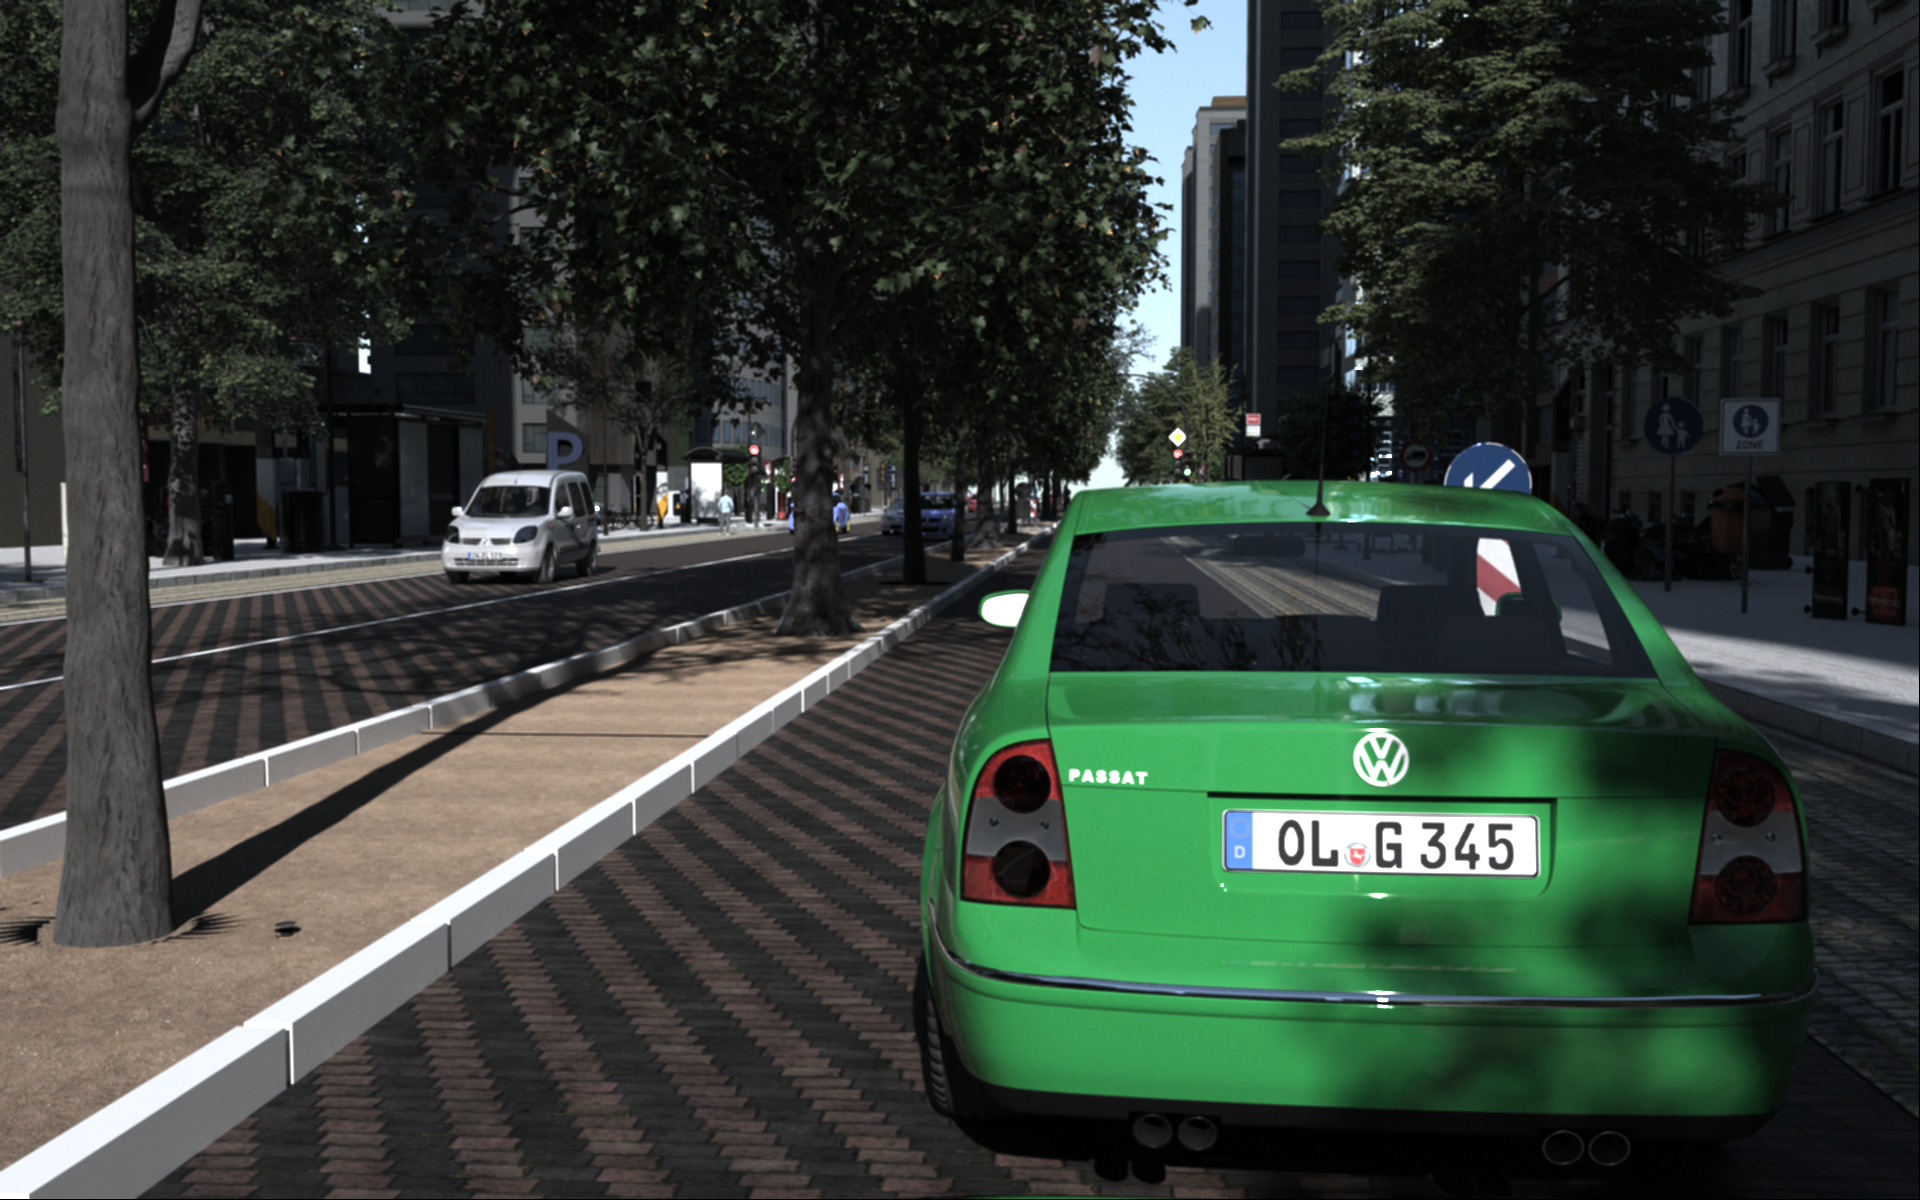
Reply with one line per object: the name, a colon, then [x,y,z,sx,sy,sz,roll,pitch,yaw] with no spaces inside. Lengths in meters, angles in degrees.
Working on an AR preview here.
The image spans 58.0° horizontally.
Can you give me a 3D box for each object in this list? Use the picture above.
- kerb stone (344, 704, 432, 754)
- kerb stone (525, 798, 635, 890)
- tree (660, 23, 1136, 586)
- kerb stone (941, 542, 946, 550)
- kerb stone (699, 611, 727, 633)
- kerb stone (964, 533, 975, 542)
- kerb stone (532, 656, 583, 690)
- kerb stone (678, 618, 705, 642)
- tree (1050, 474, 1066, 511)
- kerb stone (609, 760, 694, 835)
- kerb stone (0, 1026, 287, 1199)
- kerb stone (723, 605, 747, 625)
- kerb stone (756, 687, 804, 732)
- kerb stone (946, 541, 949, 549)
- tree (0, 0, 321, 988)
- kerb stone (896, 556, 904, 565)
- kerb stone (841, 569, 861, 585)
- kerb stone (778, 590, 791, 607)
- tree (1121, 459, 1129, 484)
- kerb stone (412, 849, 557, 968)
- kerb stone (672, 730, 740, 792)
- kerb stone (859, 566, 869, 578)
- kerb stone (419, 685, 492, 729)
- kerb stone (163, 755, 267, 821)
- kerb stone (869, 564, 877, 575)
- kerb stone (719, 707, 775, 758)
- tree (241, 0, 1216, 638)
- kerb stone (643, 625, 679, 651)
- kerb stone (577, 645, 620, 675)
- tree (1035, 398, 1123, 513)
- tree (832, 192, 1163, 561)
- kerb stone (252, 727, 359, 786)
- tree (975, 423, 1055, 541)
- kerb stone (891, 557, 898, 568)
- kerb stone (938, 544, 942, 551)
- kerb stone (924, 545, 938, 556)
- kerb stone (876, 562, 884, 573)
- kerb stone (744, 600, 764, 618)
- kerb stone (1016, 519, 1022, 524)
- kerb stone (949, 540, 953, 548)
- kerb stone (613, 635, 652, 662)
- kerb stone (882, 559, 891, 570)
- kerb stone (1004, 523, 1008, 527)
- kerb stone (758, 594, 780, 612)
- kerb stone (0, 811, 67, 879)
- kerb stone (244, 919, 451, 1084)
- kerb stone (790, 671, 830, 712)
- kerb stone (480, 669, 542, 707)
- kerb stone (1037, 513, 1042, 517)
kerb stone: [-3.308,0.748,9.967,0.120,0.150,1.000,0,4,5]
kerb stone: [-1.472,0.944,6.757,0.120,0.150,1.000,0,4,5]
tree: [-0.813,-6.047,27.079,9.928,11.665,9.643,0,3,0]
kerb stone: [-0.532,-1.312,43.717,0.120,0.150,1.000,0,4,5]
kerb stone: [-2.637,0.248,18.139,0.120,0.150,1.000,0,4,5]
kerb stone: [0.303,-1.937,53.929,0.120,0.150,1.000,0,4,5]
kerb stone: [-3.063,0.560,13.037,0.120,0.150,1.000,0,4,5]
kerb stone: [-2.720,0.316,17.114,0.120,0.150,1.000,0,4,5]
tree: [8.755,-11.811,145.932,4.737,8.622,4.395,0,3,0]
kerb stone: [-1.384,0.882,7.776,0.120,0.150,1.000,0,4,5]
kerb stone: [-1.724,1.133,3.677,0.120,0.150,1.000,0,4,5]
kerb stone: [-2.548,0.185,19.169,0.120,0.150,1.000,0,4,5]
kerb stone: [-1.136,0.694,10.853,0.120,0.150,1.000,0,4,5]
kerb stone: [-0.450,-1.379,44.739,0.120,0.150,1.000,0,4,5]
tree: [-2.756,-5.659,5.357,12.009,13.543,11.850,0,3,0]
kerb stone: [-1.288,-0.754,34.520,0.120,0.150,1.000,0,4,5]
kerb stone: [-1.795,-0.379,28.386,0.120,0.150,1.000,0,4,5]
kerb stone: [-2.296,-0.001,22.226,0.120,0.150,1.000,0,4,5]
tree: [27.884,-21.055,262.378,7.486,12.596,7.792,0,3,0]
kerb stone: [-1.558,1.010,5.730,0.120,0.150,1.000,0,4,5]
kerb stone: [-1.297,0.819,8.804,0.120,0.150,1.000,0,4,5]
kerb stone: [-1.714,-0.441,29.408,0.120,0.150,1.000,0,4,5]
kerb stone: [-3.221,0.685,10.996,0.120,0.150,1.000,0,4,5]
kerb stone: [-3.481,0.873,7.921,0.120,0.150,1.000,0,4,5]
kerb stone: [-1.633,-0.503,30.432,0.120,0.150,1.000,0,4,5]
kerb stone: [-1.219,0.757,9.823,0.120,0.150,1.000,0,4,5]
tree: [-1.475,-5.979,17.216,9.611,12.733,9.660,0,3,0]
kerb stone: [-2.812,0.373,16.095,0.120,0.150,1.000,0,4,5]
kerb stone: [-2.975,0.504,14.056,0.120,0.150,1.000,0,4,5]
tree: [7.424,-13.485,129.593,9.857,13.997,8.962,0,3,0]
tree: [-0.104,-6.067,36.066,8.767,10.594,7.601,0,4,5]
kerb stone: [-3.392,0.811,8.941,0.120,0.150,1.000,0,4,5]
tree: [1.272,-6.065,51.975,4.360,8.622,3.978,0,3,0]
kerb stone: [-1.371,-0.687,33.495,0.120,0.150,1.000,0,4,5]
kerb stone: [-0.617,-1.245,42.695,0.120,0.150,1.000,0,4,5]
kerb stone: [-0.704,-1.191,41.676,0.120,0.150,1.000,0,4,5]
kerb stone: [-1.552,-0.566,31.451,0.120,0.150,1.000,0,4,5]
kerb stone: [-2.471,0.130,20.189,0.120,0.150,1.000,0,4,5]
kerb stone: [3.043,-3.971,87.123,0.120,0.150,1.000,0,4,5]
kerb stone: [-0.360,-1.441,45.757,0.120,0.150,1.000,0,4,5]
kerb stone: [-2.893,0.441,15.075,0.120,0.150,1.000,0,4,5]
kerb stone: [-1.458,-0.629,32.472,0.120,0.150,1.000,0,4,5]
kerb stone: [2.125,-3.279,75.896,0.120,0.150,1.000,0,4,5]
kerb stone: [-2.390,0.061,21.207,0.120,0.150,1.000,0,4,5]
kerb stone: [-3.568,0.935,6.903,0.120,0.150,1.000,0,4,5]
kerb stone: [-1.637,1.070,4.703,0.120,0.150,1.000,0,4,5]
kerb stone: [-1.046,0.634,11.872,0.120,0.150,1.000,0,4,5]
kerb stone: [-3.141,0.623,12.015,0.120,0.150,1.000,0,4,5]
kerb stone: [5.406,-5.722,115.753,0.120,0.150,1.000,0,4,5]
